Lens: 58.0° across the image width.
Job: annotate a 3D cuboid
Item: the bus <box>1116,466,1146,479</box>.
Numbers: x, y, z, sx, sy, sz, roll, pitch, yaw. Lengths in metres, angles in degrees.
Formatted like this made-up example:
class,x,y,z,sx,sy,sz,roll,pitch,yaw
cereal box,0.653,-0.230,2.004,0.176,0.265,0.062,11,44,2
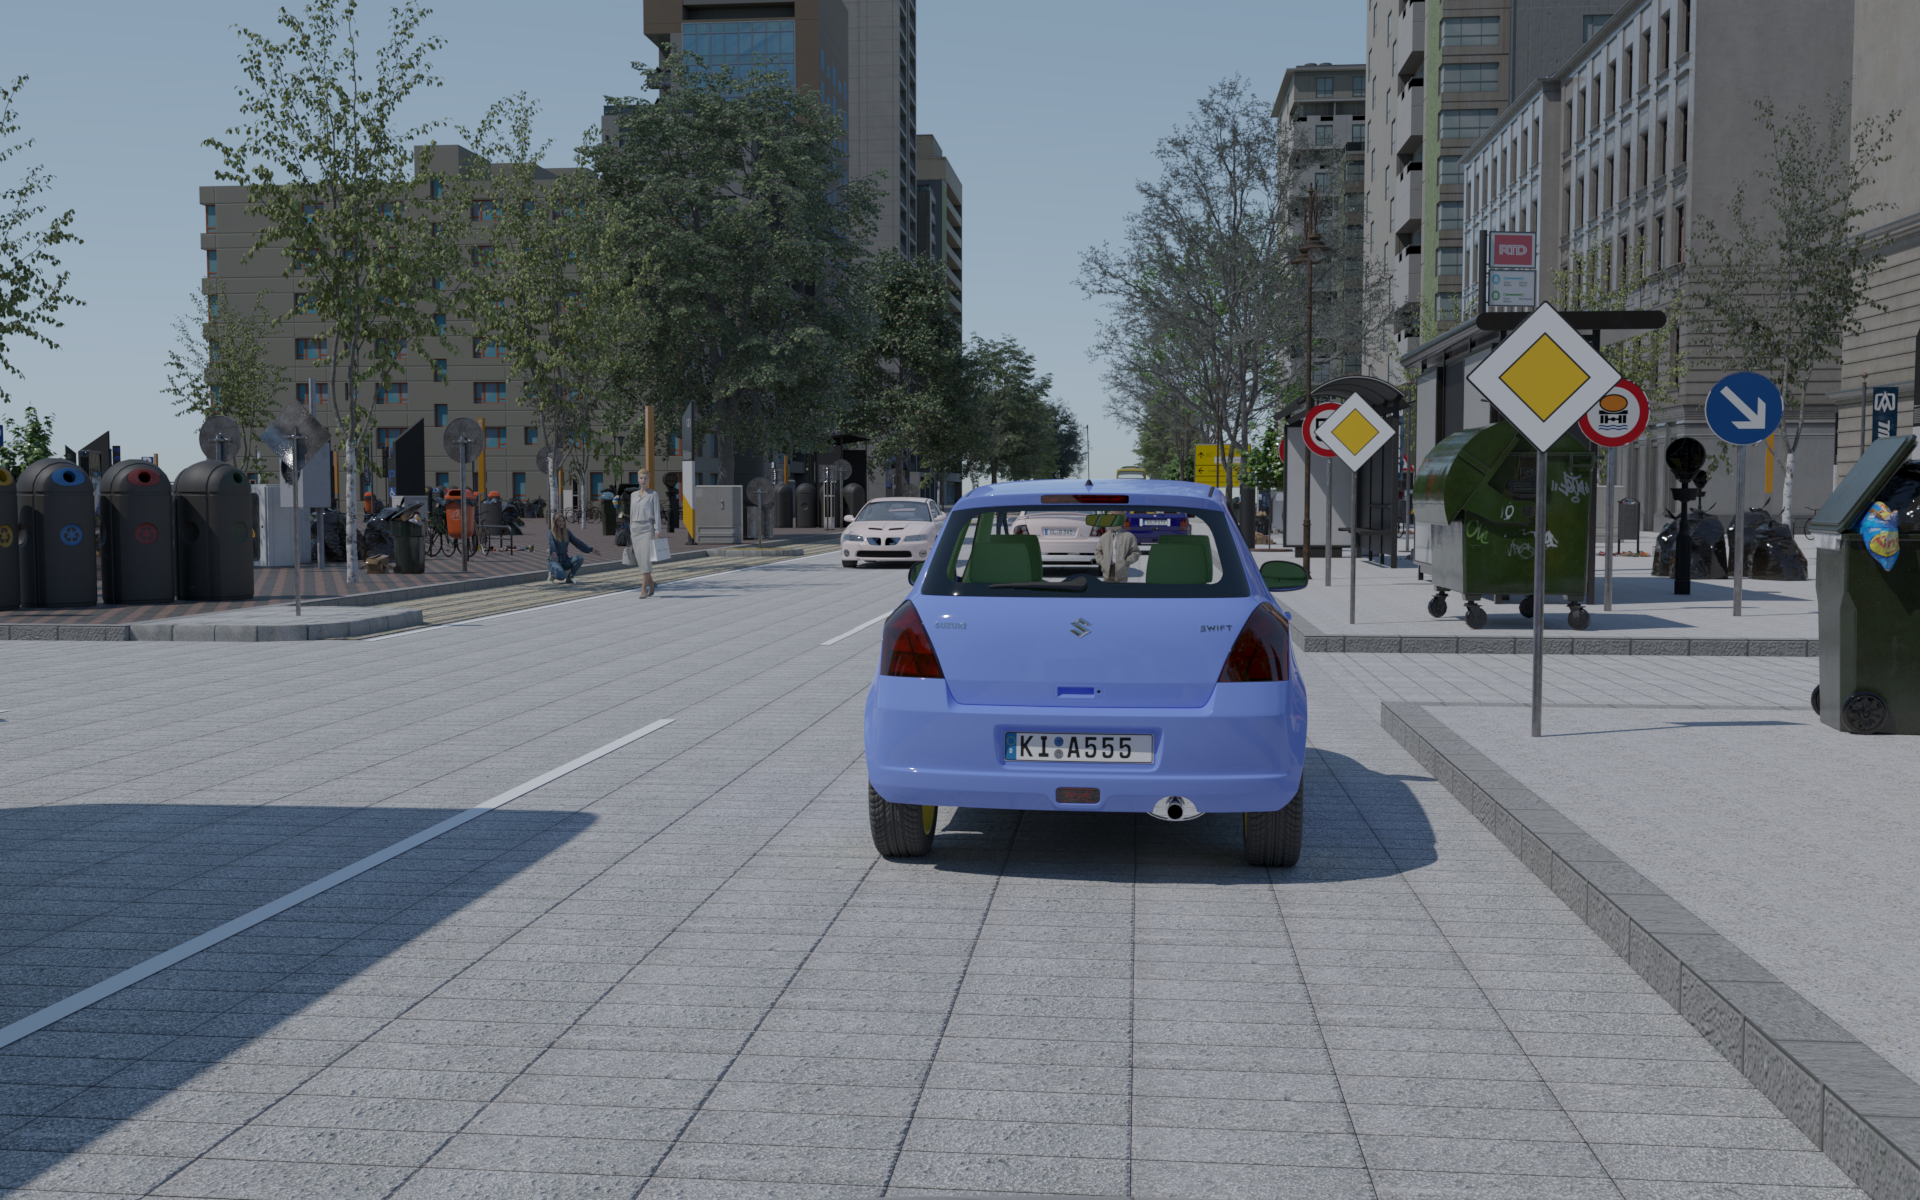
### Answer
class,x,y,z,sx,sy,sz,roll,pitch,yaw
bus,14.924,-9.767,151.243,2.896,3.916,12.252,0,4,5

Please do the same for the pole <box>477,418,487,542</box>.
class,x,y,z,sx,sy,sz,roll,pitch,yaw
pole,-12.798,-3.214,46.392,0.158,3.312,0.155,0,3,0

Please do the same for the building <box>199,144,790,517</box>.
class,x,y,z,sx,sy,sz,roll,pitch,yaw
building,-27.407,-16.234,110.462,27.650,21.520,28.899,0,4,6

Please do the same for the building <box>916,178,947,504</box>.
class,x,y,z,sx,sy,sz,roll,pitch,yaw
building,-9.417,-32.779,219.525,14.154,41.232,14.086,0,4,6

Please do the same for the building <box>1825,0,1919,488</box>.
class,x,y,z,sx,sy,sz,roll,pitch,yaw
building,37.826,-13.134,33.821,34.723,24.649,14.460,0,4,6

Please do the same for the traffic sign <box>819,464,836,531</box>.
class,x,y,z,sx,sy,sz,roll,pitch,yaw
traffic sign,-4.570,-3.525,59.764,0.606,2.300,0.079,1,4,9

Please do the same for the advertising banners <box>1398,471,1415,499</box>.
class,x,y,z,sx,sy,sz,roll,pitch,yaw
advertising banners,20.501,-5.137,80.173,2.074,3.025,0.090,1,4,10

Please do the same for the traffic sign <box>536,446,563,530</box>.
class,x,y,z,sx,sy,sz,roll,pitch,yaw
traffic sign,-10.804,-2.782,45.598,0.768,2.556,0.104,1,4,11

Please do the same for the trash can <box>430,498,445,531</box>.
class,x,y,z,sx,sy,sz,roll,pitch,yaw
trash can,-17.151,-2.797,57.388,0.748,1.137,0.748,0,3,0

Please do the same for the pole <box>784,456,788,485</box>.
class,x,y,z,sx,sy,sz,roll,pitch,yaw
pole,-9.213,-5.998,91.916,0.158,3.312,0.155,0,3,0

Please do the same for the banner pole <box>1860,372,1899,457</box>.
class,x,y,z,sx,sy,sz,roll,pitch,yaw
banner pole,18.819,-2.790,35.641,0.863,3.779,0.401,1,4,20

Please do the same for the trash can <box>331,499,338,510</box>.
class,x,y,z,sx,sy,sz,roll,pitch,yaw
trash can,-20.371,-2.696,55.741,0.748,1.137,0.748,0,3,0

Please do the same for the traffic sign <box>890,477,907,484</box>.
class,x,y,z,sx,sy,sz,roll,pitch,yaw
traffic sign,-3.146,-5.438,88.911,0.884,2.594,0.081,1,4,10

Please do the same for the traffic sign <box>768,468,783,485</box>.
class,x,y,z,sx,sy,sz,roll,pitch,yaw
traffic sign,-7.183,-3.991,67.384,0.606,2.300,0.079,0,4,7

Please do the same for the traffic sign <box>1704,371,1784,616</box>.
class,x,y,z,sx,sy,sz,roll,pitch,yaw
traffic sign,8.161,-1.101,18.110,0.768,2.556,0.104,1,4,12

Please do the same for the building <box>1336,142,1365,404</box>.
class,x,y,z,sx,sy,sz,roll,pitch,yaw
building,38.310,-22.790,144.310,14.160,30.474,14.107,0,4,6

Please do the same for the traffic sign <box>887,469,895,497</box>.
class,x,y,z,sx,sy,sz,roll,pitch,yaw
traffic sign,-3.293,-5.268,86.236,0.768,2.556,0.104,1,4,14

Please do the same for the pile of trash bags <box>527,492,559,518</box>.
class,x,y,z,sx,sy,sz,roll,pitch,yaw
pile of trash bags,-22.649,-5.047,92.278,3.447,1.369,1.912,2,4,25

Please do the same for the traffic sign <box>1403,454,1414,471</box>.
class,x,y,z,sx,sy,sz,roll,pitch,yaw
traffic sign,10.055,-2.454,40.134,0.884,2.594,0.081,1,4,13

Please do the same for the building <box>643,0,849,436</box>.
class,x,y,z,sx,sy,sz,roll,pitch,yaw
building,-17.324,-30.313,145.724,14.600,45.320,14.200,0,4,6

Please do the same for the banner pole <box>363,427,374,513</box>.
class,x,y,z,sx,sy,sz,roll,pitch,yaw
banner pole,-21.909,-4.538,64.206,0.401,3.779,0.863,0,4,7

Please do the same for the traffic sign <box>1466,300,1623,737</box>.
class,x,y,z,sx,sy,sz,roll,pitch,yaw
traffic sign,3.042,-0.333,9.088,0.795,2.450,0.064,0,4,6

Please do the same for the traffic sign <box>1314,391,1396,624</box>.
class,x,y,z,sx,sy,sz,roll,pitch,yaw
traffic sign,3.869,-0.819,17.030,0.795,2.450,0.064,0,4,6

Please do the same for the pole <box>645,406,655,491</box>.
class,x,y,z,sx,sy,sz,roll,pitch,yaw
pole,-7.204,-2.840,40.284,0.158,3.312,0.155,0,3,0

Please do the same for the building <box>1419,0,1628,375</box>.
class,x,y,z,sx,sy,sz,roll,pitch,yaw
building,34.473,-25.630,102.642,14.154,41.232,14.086,0,4,6

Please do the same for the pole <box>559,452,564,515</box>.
class,x,y,z,sx,sy,sz,roll,pitch,yaw
pole,-19.136,-5.458,83.086,0.158,3.312,0.155,0,3,0

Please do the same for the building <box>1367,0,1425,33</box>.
class,x,y,z,sx,sy,sz,roll,pitch,yaw
building,43.849,-32.596,122.181,28.713,52.752,27.495,0,4,6

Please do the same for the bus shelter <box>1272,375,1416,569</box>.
class,x,y,z,sx,sy,sz,roll,pitch,yaw
bus shelter,7.018,-2.343,32.230,2.014,3.302,5.546,0,4,6

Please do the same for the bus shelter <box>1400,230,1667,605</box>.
class,x,y,z,sx,sy,sz,roll,pitch,yaw
bus shelter,7.459,-2.844,24.129,2.179,5.291,8.768,0,4,6

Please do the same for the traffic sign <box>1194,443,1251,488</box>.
class,x,y,z,sx,sy,sz,roll,pitch,yaw
traffic sign,10.593,-4.651,69.919,2.265,3.308,0.079,1,4,11

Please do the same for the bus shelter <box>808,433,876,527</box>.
class,x,y,z,sx,sy,sz,roll,pitch,yaw
bus shelter,-4.717,-4.805,69.840,1.731,3.624,6.357,0,4,6

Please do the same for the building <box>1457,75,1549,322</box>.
class,x,y,z,sx,sy,sz,roll,pitch,yaw
building,29.746,-14.173,80.881,9.793,20.994,18.267,0,4,6

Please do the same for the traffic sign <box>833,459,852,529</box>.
class,x,y,z,sx,sy,sz,roll,pitch,yaw
traffic sign,-4.366,-3.892,63.737,0.768,2.556,0.104,0,4,7

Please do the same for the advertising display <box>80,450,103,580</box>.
class,x,y,z,sx,sy,sz,roll,pitch,yaw
advertising display,-12.956,-1.264,25.884,0.123,1.923,0.974,-1,4,-16

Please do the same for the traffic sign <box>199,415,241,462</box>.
class,x,y,z,sx,sy,sz,roll,pitch,yaw
traffic sign,-11.963,-1.705,27.990,0.768,2.556,0.104,1,4,13

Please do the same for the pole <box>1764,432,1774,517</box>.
class,x,y,z,sx,sy,sz,roll,pitch,yaw
pole,18.710,-2.826,40.054,0.158,3.312,0.155,0,3,0

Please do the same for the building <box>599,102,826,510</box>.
class,x,y,z,sx,sy,sz,roll,pitch,yaw
building,-18.313,-22.001,131.425,14.160,30.474,14.107,0,4,6

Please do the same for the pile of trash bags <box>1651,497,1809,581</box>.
class,x,y,z,sx,sy,sz,roll,pitch,yaw
pile of trash bags,12.375,-1.012,26.295,3.447,1.369,1.912,1,4,19

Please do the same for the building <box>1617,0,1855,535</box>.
class,x,y,z,sx,sy,sz,roll,pitch,yaw
building,28.445,-13.060,62.685,9.793,20.994,18.267,0,4,6

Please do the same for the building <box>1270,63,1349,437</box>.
class,x,y,z,sx,sy,sz,roll,pitch,yaw
building,52.778,-37.929,209.377,28.713,52.752,27.495,0,4,6

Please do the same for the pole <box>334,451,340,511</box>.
class,x,y,z,sx,sy,sz,roll,pitch,yaw
pole,-29.721,-5.429,82.609,0.158,3.312,0.155,0,3,0

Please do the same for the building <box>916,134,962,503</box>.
class,x,y,z,sx,sy,sz,roll,pitch,yaw
building,-11.350,-37.536,237.408,21.300,48.544,21.600,0,4,6

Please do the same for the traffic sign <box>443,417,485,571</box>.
class,x,y,z,sx,sy,sz,roll,pitch,yaw
traffic sign,-8.227,-1.748,28.693,0.768,2.556,0.104,1,4,15

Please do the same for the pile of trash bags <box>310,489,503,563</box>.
class,x,y,z,sx,sy,sz,roll,pitch,yaw
pile of trash bags,-10.779,-1.418,32.934,3.447,1.369,1.912,1,4,11

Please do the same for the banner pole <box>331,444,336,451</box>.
class,x,y,z,sx,sy,sz,roll,pitch,yaw
banner pole,-31.714,-5.952,87.330,0.863,3.779,0.401,0,4,-3

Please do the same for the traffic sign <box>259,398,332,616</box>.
class,x,y,z,sx,sy,sz,roll,pitch,yaw
traffic sign,-6.964,-0.889,18.175,0.795,2.450,0.064,0,4,6

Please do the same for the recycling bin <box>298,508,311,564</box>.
class,x,y,z,sx,sy,sz,roll,pitch,yaw
recycling bin,-12.357,-1.167,31.631,0.722,1.027,0.722,0,4,8

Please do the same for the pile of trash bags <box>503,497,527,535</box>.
class,x,y,z,sx,sy,sz,roll,pitch,yaw
pile of trash bags,-14.862,-2.771,55.051,1.912,1.369,3.447,-1,4,-13

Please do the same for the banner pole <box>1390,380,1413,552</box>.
class,x,y,z,sx,sy,sz,roll,pitch,yaw
banner pole,9.785,-2.959,38.400,0.401,3.779,0.863,-2,4,-28

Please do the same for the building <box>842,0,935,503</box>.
class,x,y,z,sx,sy,sz,roll,pitch,yaw
building,-13.580,-46.690,201.634,20.563,71.187,20.611,0,4,6

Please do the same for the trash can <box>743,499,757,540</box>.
class,x,y,z,sx,sy,sz,roll,pitch,yaw
trash can,-5.979,-2.245,48.353,0.748,1.137,0.748,0,3,0

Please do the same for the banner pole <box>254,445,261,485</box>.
class,x,y,z,sx,sy,sz,roll,pitch,yaw
banner pole,-35.838,-6.020,88.445,0.401,3.779,0.863,-3,5,-40

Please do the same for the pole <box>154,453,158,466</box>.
class,x,y,z,sx,sy,sz,roll,pitch,yaw
pole,-40.331,-5.695,86.960,0.158,3.312,0.155,0,3,0
